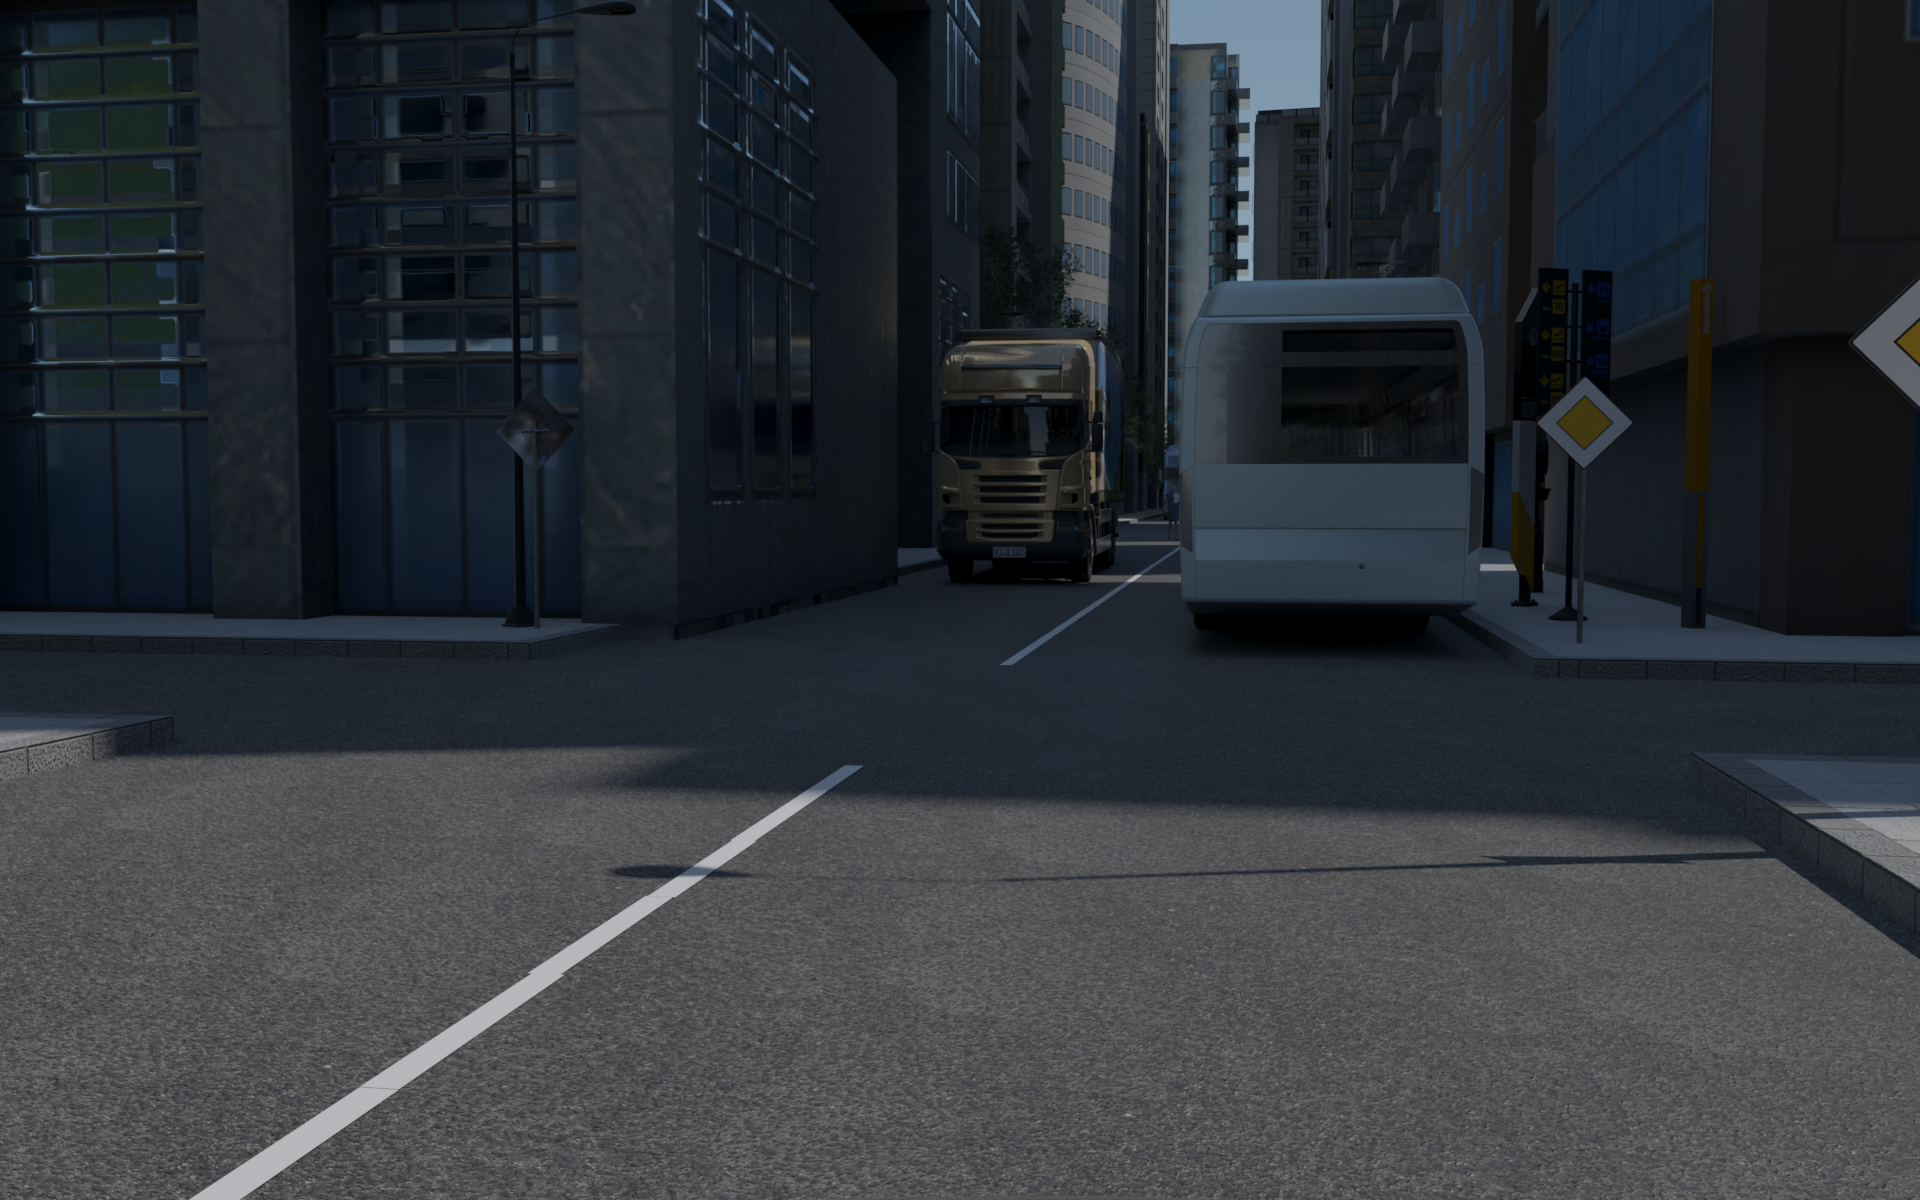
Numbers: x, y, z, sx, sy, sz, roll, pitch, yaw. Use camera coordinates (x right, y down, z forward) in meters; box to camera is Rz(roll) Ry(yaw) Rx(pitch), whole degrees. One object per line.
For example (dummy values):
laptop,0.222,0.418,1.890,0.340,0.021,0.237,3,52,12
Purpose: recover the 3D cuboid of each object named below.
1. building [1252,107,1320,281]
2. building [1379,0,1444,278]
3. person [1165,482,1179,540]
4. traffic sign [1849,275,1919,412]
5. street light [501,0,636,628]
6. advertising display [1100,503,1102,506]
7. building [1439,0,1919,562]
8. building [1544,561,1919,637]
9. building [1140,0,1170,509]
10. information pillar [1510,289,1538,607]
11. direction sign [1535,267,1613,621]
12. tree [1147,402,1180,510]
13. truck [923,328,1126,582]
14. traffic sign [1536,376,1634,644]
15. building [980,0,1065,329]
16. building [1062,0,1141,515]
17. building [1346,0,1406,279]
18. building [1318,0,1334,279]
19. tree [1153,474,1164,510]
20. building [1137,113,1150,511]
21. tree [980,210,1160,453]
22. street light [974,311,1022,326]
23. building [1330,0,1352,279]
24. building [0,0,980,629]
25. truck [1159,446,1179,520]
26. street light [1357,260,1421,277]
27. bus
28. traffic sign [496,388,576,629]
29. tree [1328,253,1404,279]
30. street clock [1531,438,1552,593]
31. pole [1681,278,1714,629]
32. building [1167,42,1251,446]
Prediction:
building,37.006,-30.215,177.614,14.086,41.232,14.154,1,4,10
building,28.912,-27.504,69.303,23.786,49.044,30.456,1,4,10
person,6.764,-2.826,54.734,0.581,1.822,0.654,0,4,-1
traffic sign,3.962,-0.203,6.954,0.795,2.450,0.064,1,4,10
street light,-3.733,-2.691,16.546,1.470,5.913,1.316,1,4,10
advertising display,6.283,-4.383,76.883,0.123,1.923,0.974,1,4,10
building,19.263,-23.868,40.360,14.600,45.320,14.200,1,4,10
building,15.215,-22.601,19.643,14.200,45.320,14.600,1,4,10
building,7.981,-43.860,155.356,20.611,71.187,20.563,1,4,10
information pillar,6.422,-1.733,19.690,0.183,3.616,0.504,3,5,40
direction sign,6.197,-1.562,17.540,0.876,3.537,0.379,-1,4,-19
tree,15.549,-11.416,137.010,4.737,8.622,4.395,0,3,0
truck,1.486,-2.613,31.636,2.839,4.237,11.283,1,4,8
traffic sign,5.322,-0.684,14.823,0.795,2.450,0.064,1,4,10
building,-3.389,-23.739,71.733,14.154,41.232,14.086,1,4,10
building,-0.508,-34.458,105.384,21.231,58.520,28.212,1,4,10
building,29.120,-19.998,98.669,14.160,30.474,14.107,1,4,10
building,44.192,-34.019,145.451,28.713,52.752,27.495,1,4,10
tree,16.329,-8.960,141.099,1.663,3.219,1.824,0,3,0
building,6.309,-21.716,126.755,14.160,30.474,14.107,1,4,10
tree,1.566,-7.542,57.720,7.601,10.594,8.767,-1,4,-13
street light,0.881,-4.380,44.161,1.470,5.913,1.316,1,4,10
building,36.214,-35.254,118.395,21.231,58.520,28.212,1,4,10
building,-11.126,-43.965,31.500,22.319,86.520,31.000,1,4,10
truck,13.442,-6.897,102.517,2.967,4.110,18.799,0,4,8
street light,8.564,-3.785,34.432,1.470,5.913,1.316,1,4,10
bus,4.184,-1.622,21.382,2.948,3.499,13.247,1,4,9
traffic sign,-4.030,-0.784,16.454,0.795,2.450,0.064,1,4,10
tree,12.868,-6.287,53.149,4.360,8.622,3.978,0,3,0
street clock,7.494,-1.097,22.511,0.358,2.002,0.471,1,4,13
pole,7.032,-1.386,16.510,0.158,3.312,0.155,0,3,0
building,15.620,-34.659,186.290,30.456,49.044,23.786,1,4,10
